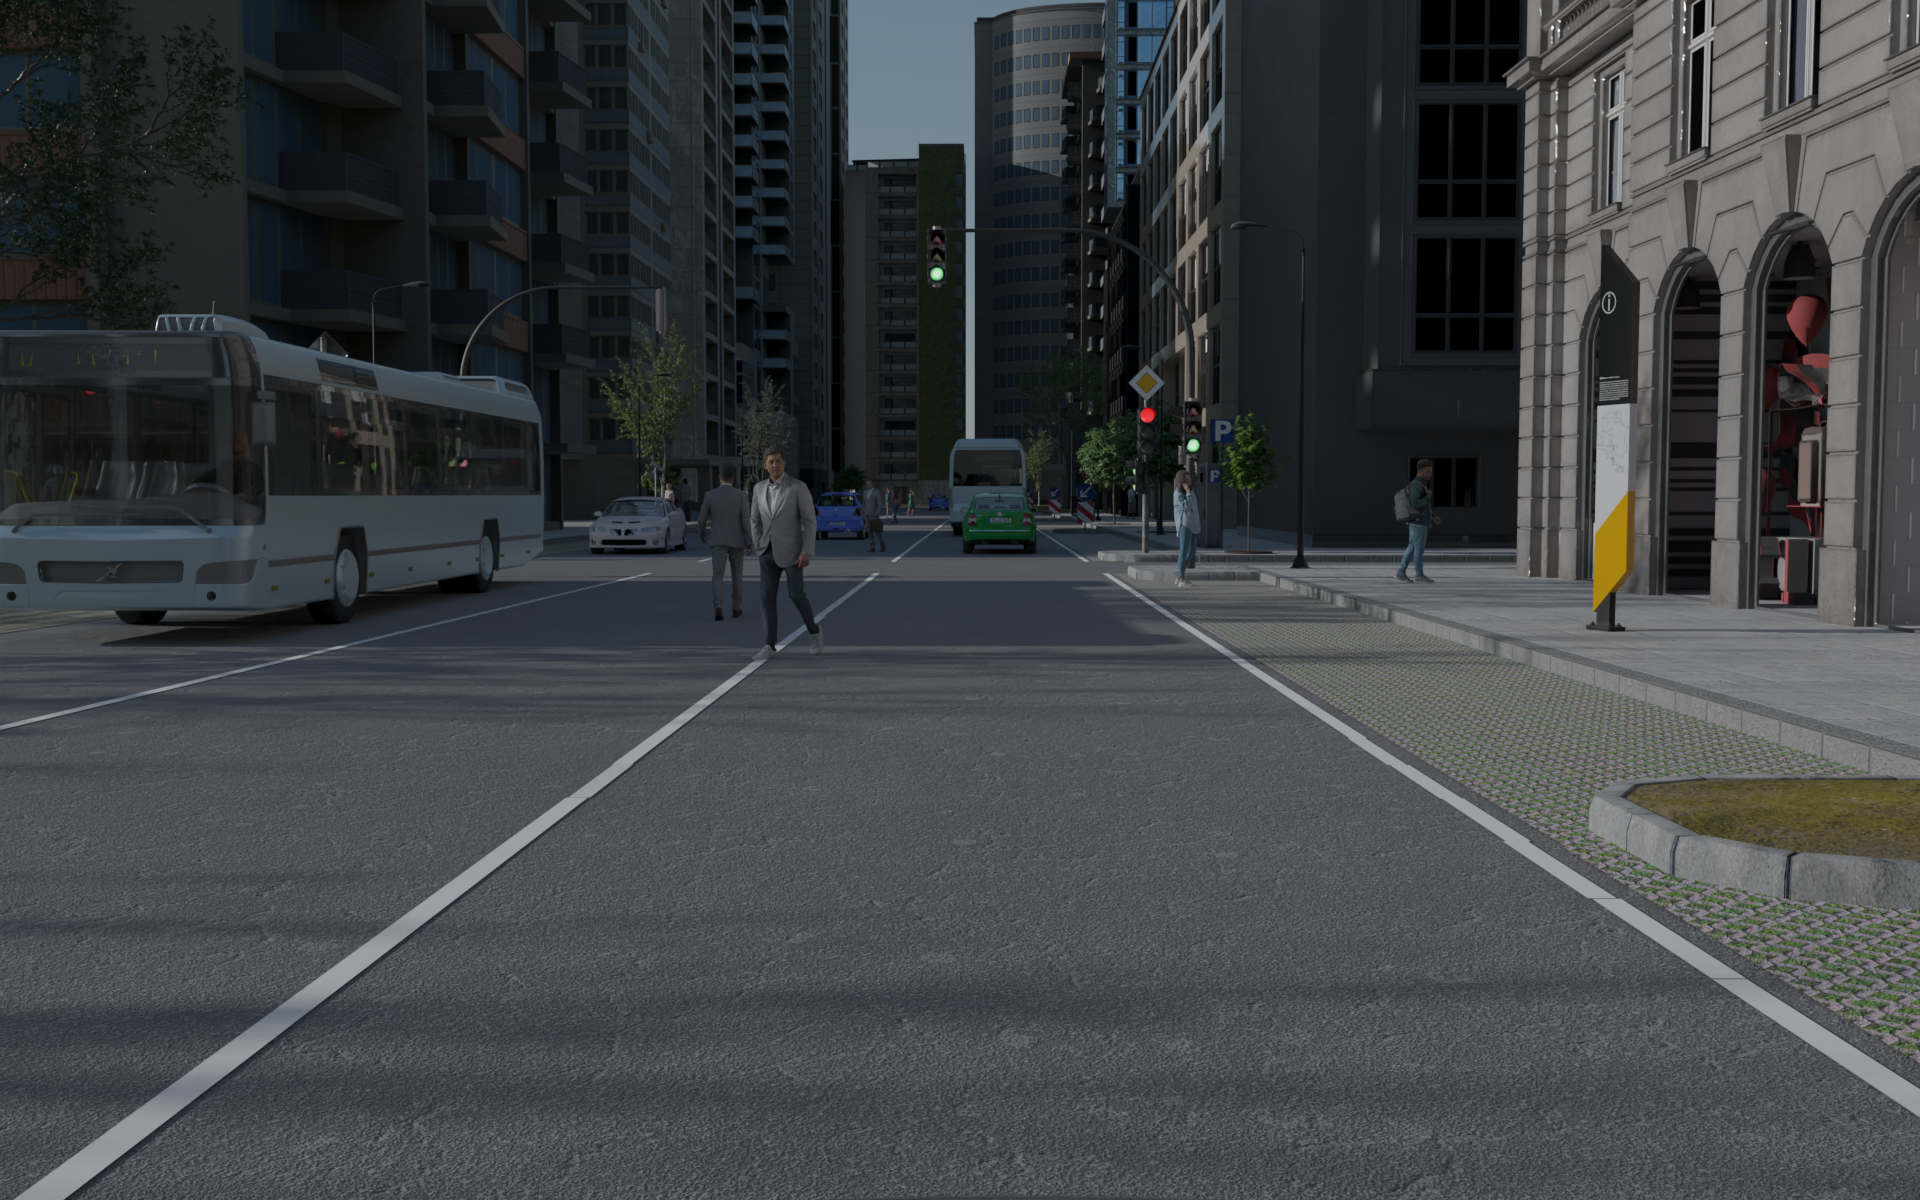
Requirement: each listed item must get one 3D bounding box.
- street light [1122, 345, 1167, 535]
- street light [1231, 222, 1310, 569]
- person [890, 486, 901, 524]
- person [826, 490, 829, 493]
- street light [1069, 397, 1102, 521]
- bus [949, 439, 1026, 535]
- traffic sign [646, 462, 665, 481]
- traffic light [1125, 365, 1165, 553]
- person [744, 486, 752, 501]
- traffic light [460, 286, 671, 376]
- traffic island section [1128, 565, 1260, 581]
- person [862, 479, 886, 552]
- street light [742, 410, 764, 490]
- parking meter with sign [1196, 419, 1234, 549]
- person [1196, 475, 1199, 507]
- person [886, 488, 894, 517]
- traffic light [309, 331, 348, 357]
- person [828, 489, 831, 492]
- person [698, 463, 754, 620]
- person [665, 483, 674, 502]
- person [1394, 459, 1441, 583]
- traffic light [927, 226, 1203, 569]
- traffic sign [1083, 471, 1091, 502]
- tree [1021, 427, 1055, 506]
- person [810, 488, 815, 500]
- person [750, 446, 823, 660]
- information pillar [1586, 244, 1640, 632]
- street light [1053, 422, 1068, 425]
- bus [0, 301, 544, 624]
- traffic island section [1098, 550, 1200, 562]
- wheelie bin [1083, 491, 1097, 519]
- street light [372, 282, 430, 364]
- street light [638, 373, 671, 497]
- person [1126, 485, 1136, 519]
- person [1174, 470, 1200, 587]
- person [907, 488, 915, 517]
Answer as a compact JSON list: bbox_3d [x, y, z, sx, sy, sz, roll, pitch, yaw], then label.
[{"bbox_3d":[5.763,-4.992,54.158,1.470,5.913,1.316,0,4,1],"label":"street light"},{"bbox_3d":[5.326,-3.497,29.709,1.470,5.913,1.316,0,4,1],"label":"street light"},{"bbox_3d":[-3.095,-4.591,83.578,0.555,1.821,0.388,-2,4,-35],"label":"person"},{"bbox_3d":[-13.086,-10.003,171.067,0.415,1.643,0.593,-1,4,-17],"label":"person"},{"bbox_3d":[6.084,-6.755,82.981,1.470,5.913,1.316,0,4,1],"label":"street light"},{"bbox_3d":[1.011,-4.239,64.170,2.948,3.499,13.247,0,4,1],"label":"bus"},{"bbox_3d":[-12.326,-4.303,70.089,0.795,2.593,0.064,0,4,1],"label":"traffic sign"},{"bbox_3d":[4.032,-2.985,37.725,0.839,4.253,0.868,0,4,1],"label":"traffic light"},{"bbox_3d":[-13.470,-6.353,109.894,0.794,1.824,0.713,2,4,28],"label":"person"},{"bbox_3d":[-8.735,-3.868,37.915,4.771,5.953,1.251,0,4,1],"label":"traffic light"},{"bbox_3d":[3.965,-0.463,29.854,2.009,0.180,2.903,0,4,1],"label":"traffic island section"},{"bbox_3d":[-2.173,-2.092,42.829,0.709,1.813,0.853,2,4,29],"label":"person"},{"bbox_3d":[-11.480,-7.531,95.666,1.470,5.913,1.316,0,4,1],"label":"street light"},{"bbox_3d":[5.979,-2.747,41.181,0.543,3.016,1.738,-1,4,-9],"label":"parking meter with sign"},{"bbox_3d":[6.412,-2.544,47.759,0.709,1.813,0.853,-1,4,-9],"label":"person"},{"bbox_3d":[-4.339,-5.997,106.571,0.654,1.822,0.581,2,4,34],"label":"person"},{"bbox_3d":[-10.935,-2.508,29.924,0.839,4.253,0.868,0,4,1],"label":"traffic light"},{"bbox_3d":[-12.345,-9.638,163.767,0.705,1.807,1.348,0,4,2],"label":"person"},{"bbox_3d":[-2.681,-0.677,19.843,0.678,1.792,0.850,0,4,-1],"label":"person"},{"bbox_3d":[-12.473,-4.128,74.211,0.731,1.740,0.598,1,4,21],"label":"person"},{"bbox_3d":[6.609,-1.135,24.951,0.721,1.781,0.623,0,4,4],"label":"person"},{"bbox_3d":[1.832,-3.361,29.628,4.771,5.953,1.251,0,4,1],"label":"traffic light"},{"bbox_3d":[6.407,-5.187,84.913,0.768,2.556,0.104,1,4,9],"label":"traffic sign"},{"bbox_3d":[8.430,-14.631,189.574,4.737,8.622,4.395,0,3,0],"label":"tree"},{"bbox_3d":[-13.017,-8.926,151.916,0.705,1.831,1.348,1,4,10],"label":"person"},{"bbox_3d":[-1.531,-0.417,15.166,0.661,1.843,0.795,2,4,25],"label":"person"},{"bbox_3d":[6.097,-1.514,16.109,0.183,3.616,0.504,-1,4,-16],"label":"information pillar"},{"bbox_3d":[6.703,-8.538,112.142,1.470,5.913,1.316,0,4,1],"label":"street light"},{"bbox_3d":[-8.033,-1.653,21.882,2.948,3.499,13.247,0,4,-1],"label":"bus"},{"bbox_3d":[4.072,-0.952,37.839,2.009,0.180,2.903,0,4,1],"label":"traffic island section"},{"bbox_3d":[6.698,-4.983,89.385,0.693,1.594,0.980,1,4,18],"label":"wheelie bin"},{"bbox_3d":[-12.286,-4.005,38.021,1.470,5.913,1.316,0,4,1],"label":"street light"},{"bbox_3d":[-11.832,-5.768,66.843,1.470,5.913,1.316,0,4,1],"label":"street light"},{"bbox_3d":[8.650,-4.977,87.642,0.478,1.798,0.641,-2,4,-29],"label":"person"},{"bbox_3d":[3.464,-1.095,26.667,0.793,1.790,0.793,0,4,-5],"label":"person"},{"bbox_3d":[-3.107,-6.202,110.144,0.529,1.795,0.600,0,4,-8],"label":"person"}]
